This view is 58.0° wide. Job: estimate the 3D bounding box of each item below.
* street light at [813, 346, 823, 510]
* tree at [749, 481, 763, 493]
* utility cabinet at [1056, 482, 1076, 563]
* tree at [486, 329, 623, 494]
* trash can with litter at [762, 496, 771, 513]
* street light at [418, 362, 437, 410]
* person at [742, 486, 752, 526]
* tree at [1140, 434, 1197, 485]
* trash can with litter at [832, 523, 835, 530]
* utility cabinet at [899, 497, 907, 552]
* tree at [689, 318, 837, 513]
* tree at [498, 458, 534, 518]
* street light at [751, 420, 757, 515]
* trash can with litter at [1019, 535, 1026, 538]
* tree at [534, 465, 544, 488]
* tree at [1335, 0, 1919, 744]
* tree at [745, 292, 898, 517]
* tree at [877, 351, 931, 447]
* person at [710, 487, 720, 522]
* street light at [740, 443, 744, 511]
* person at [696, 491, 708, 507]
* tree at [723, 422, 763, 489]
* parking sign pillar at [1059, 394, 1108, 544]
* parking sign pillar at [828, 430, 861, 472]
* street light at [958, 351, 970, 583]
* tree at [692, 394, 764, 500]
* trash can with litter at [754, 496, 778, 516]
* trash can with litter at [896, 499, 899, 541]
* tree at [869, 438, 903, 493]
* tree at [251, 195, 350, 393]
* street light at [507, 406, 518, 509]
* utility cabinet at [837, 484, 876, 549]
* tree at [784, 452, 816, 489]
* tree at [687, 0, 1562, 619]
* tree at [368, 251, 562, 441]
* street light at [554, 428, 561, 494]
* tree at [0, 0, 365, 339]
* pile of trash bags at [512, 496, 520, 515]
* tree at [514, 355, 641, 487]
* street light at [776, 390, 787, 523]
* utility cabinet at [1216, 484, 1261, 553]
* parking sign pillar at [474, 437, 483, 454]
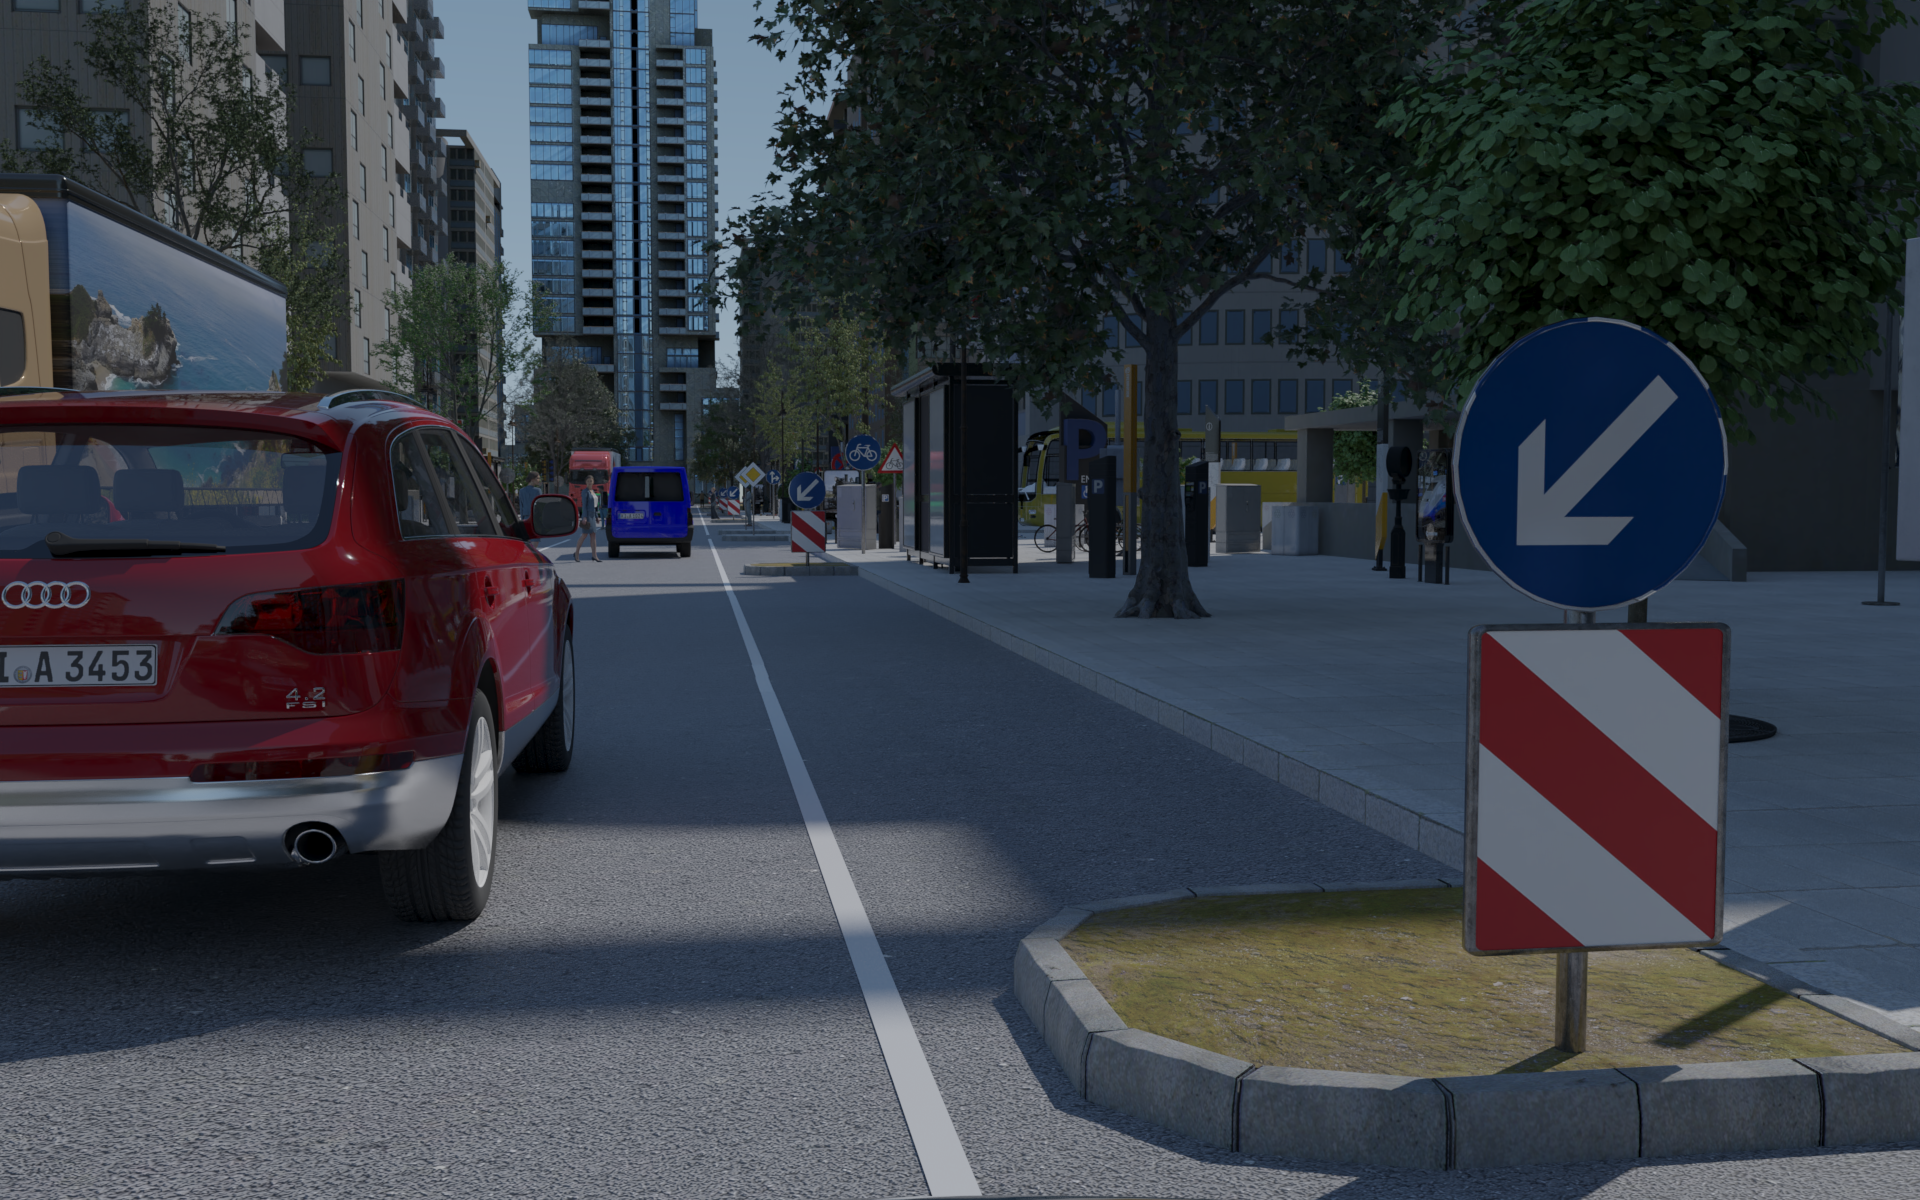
[{"bbox_3d":[-4.405,-4.942,53.591,0.468,5.910,1.993,-1,4,-9],"label":"street light"},{"bbox_3d":[-17.320,-9.184,144.757,1.663,3.219,1.824,0,3,0],"label":"tree"},{"bbox_3d":[1.999,-1.456,32.492,0.318,1.500,1.173,0,4,7],"label":"utility cabinet"},{"bbox_3d":[-29.964,-13.339,128.457,12.009,13.543,11.850,0,3,0],"label":"tree"},{"bbox_3d":[-13.092,-6.565,118.731,1.055,1.170,0.624,2,4,34],"label":"trash can with litter"},{"bbox_3d":[-18.610,-5.375,60.669,0.468,5.910,1.993,-1,4,-9],"label":"street light"},{"bbox_3d":[-9.483,-4.175,76.938,0.466,1.800,0.511,-2,4,-32],"label":"person"},{"bbox_3d":[5.677,-3.199,46.907,1.663,3.219,1.824,0,3,0],"label":"tree"},{"bbox_3d":[-4.372,-3.153,62.603,1.678,1.210,2.233,1,4,13],"label":"trash can with litter"},{"bbox_3d":[-0.926,-1.683,38.676,0.306,1.237,1.020,3,4,38],"label":"utility cabinet"},{"bbox_3d":[-13.584,-12.842,120.343,12.009,13.543,11.850,0,3,0],"label":"tree"},{"bbox_3d":[-24.101,-6.047,93.464,1.663,3.219,1.824,0,3,0],"label":"tree"},{"bbox_3d":[-12.637,-8.176,106.463,0.468,5.910,1.993,-1,4,-9],"label":"street light"},{"bbox_3d":[1.185,-2.477,51.563,1.678,1.210,2.233,-2,4,-26],"label":"trash can with litter"},{"bbox_3d":[-24.407,-6.285,97.369,1.663,3.219,1.824,0,3,0],"label":"tree"},{"bbox_3d":[3.646,-1.575,9.471,4.285,4.588,4.351,0,3,0],"label":"tree"},{"bbox_3d":[-3.378,-6.064,49.503,4.737,8.622,4.395,0,3,0],"label":"tree"},{"bbox_3d":[-2.273,-8.292,85.942,4.360,8.622,3.978,0,3,0],"label":"tree"},{"bbox_3d":[-12.781,-4.964,90.087,0.534,1.772,0.576,-2,4,-35],"label":"person"},{"bbox_3d":[-16.919,-9.927,135.091,0.468,5.910,1.993,-1,4,-9],"label":"street light"},{"bbox_3d":[-27.533,-10.782,184.876,1.348,1.812,0.705,-1,4,-14],"label":"person"},{"bbox_3d":[-20.808,-13.280,167.497,4.360,8.622,3.978,0,3,0],"label":"tree"},{"bbox_3d":[3.256,-3.463,45.092,1.447,3.967,1.447,-1,4,-16],"label":"parking sign pillar"},{"bbox_3d":[-4.711,-5.041,70.888,1.447,3.967,1.447,-1,4,-14],"label":"parking sign pillar"},{"bbox_3d":[0.056,-3.184,24.841,0.468,5.910,1.993,-1,4,-9],"label":"street light"},{"bbox_3d":[-23.278,-15.310,176.078,9.928,11.665,9.643,0,3,0],"label":"tree"},{"bbox_3d":[-11.015,-5.511,101.164,2.233,1.210,1.678,-1,4,-22],"label":"trash can with litter"},{"bbox_3d":[-1.562,-2.162,46.739,0.624,1.170,1.055,3,5,44],"label":"trash can with litter"},{"bbox_3d":[-3.821,-7.168,100.915,4.285,4.588,4.351,0,3,0],"label":"tree"},{"bbox_3d":[-16.871,-5.645,42.652,4.737,8.622,4.395,0,3,0],"label":"tree"},{"bbox_3d":[-23.067,-7.130,89.368,0.468,5.910,1.993,-1,4,-9],"label":"street light"},{"bbox_3d":[-2.406,-1.922,40.107,0.318,1.500,1.173,-3,4,-38],"label":"utility cabinet"},{"bbox_3d":[-6.466,-4.773,72.645,1.663,3.219,1.824,0,3,0],"label":"tree"},{"bbox_3d":[2.010,-6.168,17.853,9.611,12.733,9.660,0,3,0],"label":"tree"},{"bbox_3d":[-20.956,-9.019,73.215,9.928,11.665,9.643,0,3,0],"label":"tree"},{"bbox_3d":[-27.494,-8.902,118.340,0.468,5.910,1.993,-1,4,-9],"label":"street light"},{"bbox_3d":[-14.995,-5.973,32.065,8.767,10.594,7.601,0,4,0],"label":"tree"},{"bbox_3d":[-27.754,-5.918,106.519,1.912,1.369,3.447,3,4,38],"label":"pile of trash bags"},{"bbox_3d":[-31.558,-13.718,141.290,9.611,12.733,9.660,0,3,0],"label":"tree"},{"bbox_3d":[-7.924,-6.400,77.433,0.468,5.910,1.993,-1,4,-9],"label":"street light"},{"bbox_3d":[6.023,-1.757,37.403,1.173,1.500,0.318,-3,5,-42],"label":"utility cabinet"},{"bbox_3d":[-23.029,-5.671,81.185,1.447,3.967,1.447,-1,4,-13],"label":"parking sign pillar"}]
